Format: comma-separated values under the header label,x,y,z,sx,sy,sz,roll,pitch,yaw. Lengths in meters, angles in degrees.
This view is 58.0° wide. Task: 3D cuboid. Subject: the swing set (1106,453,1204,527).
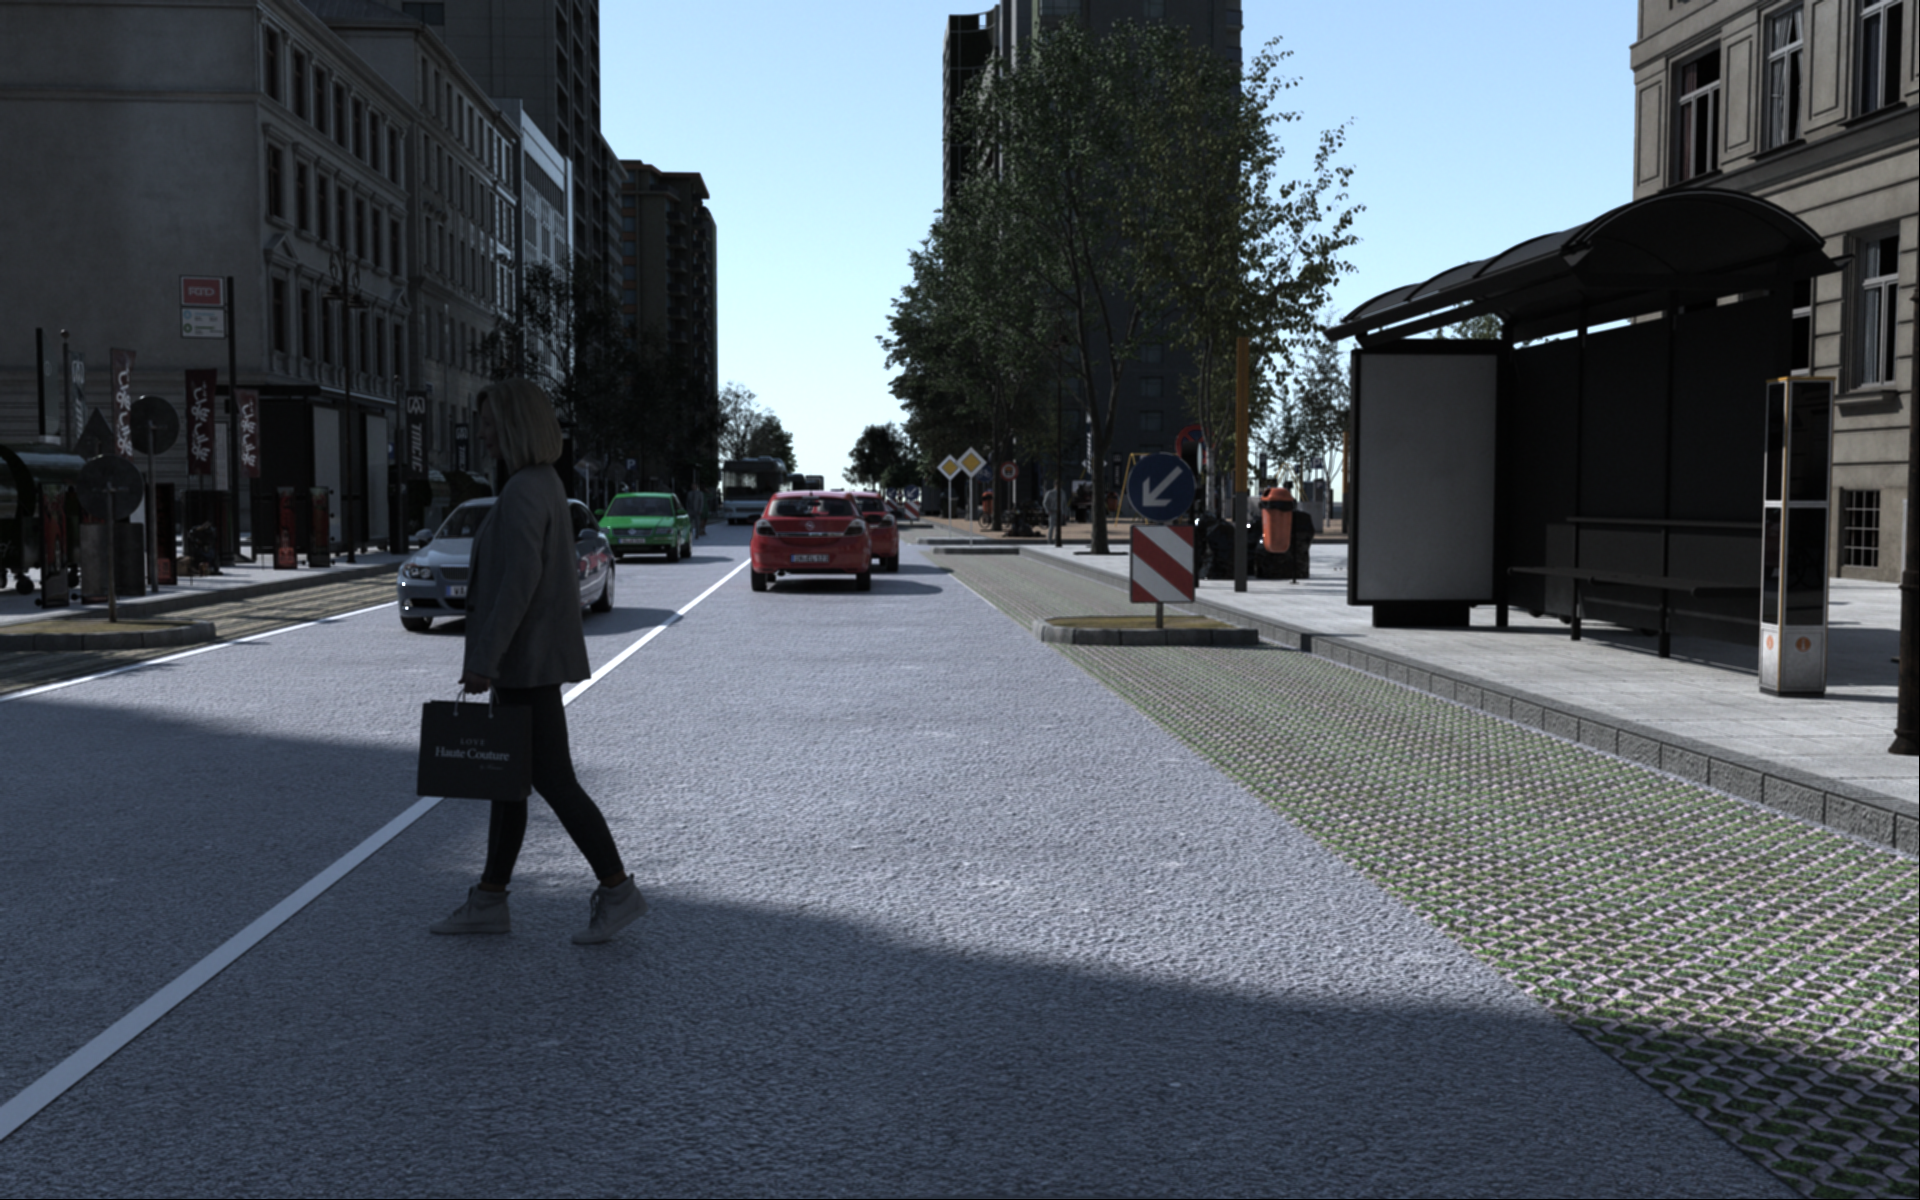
label,x,y,z,sx,sy,sz,roll,pitch,yaw
swing set,7.803,-4.247,67.050,3.119,2.851,2.862,-1,4,-21

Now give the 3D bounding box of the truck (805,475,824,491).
label,x,y,z,sx,sy,sz,roll,pitch,yaw
truck,-22.168,-16.791,263.439,2.839,4.237,11.283,0,4,-2

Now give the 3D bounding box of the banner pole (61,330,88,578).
label,x,y,z,sx,sy,sz,roll,pitch,yaw
banner pole,-13.656,-2.247,26.754,0.401,3.779,0.863,0,4,-3

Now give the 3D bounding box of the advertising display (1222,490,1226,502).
label,x,y,z,sx,sy,sz,roll,pitch,yaw
advertising display,18.452,-7.120,121.626,0.123,1.923,0.974,2,4,25

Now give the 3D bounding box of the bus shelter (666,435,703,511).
label,x,y,z,sx,sy,sz,roll,pitch,yaw
bus shelter,-19.231,-8.707,119.997,2.179,5.291,8.768,0,4,-4

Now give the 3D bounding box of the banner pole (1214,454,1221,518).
label,x,y,z,sx,sy,sz,roll,pitch,yaw
banner pole,13.397,-6.151,90.591,0.863,3.779,0.401,0,4,3

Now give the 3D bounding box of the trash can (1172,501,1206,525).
label,x,y,z,sx,sy,sz,roll,pitch,yaw
trash can,4.649,-1.455,35.440,0.748,1.137,0.748,0,3,0

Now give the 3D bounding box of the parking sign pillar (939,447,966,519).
label,x,y,z,sx,sy,sz,roll,pitch,yaw
parking sign pillar,-0.374,-6.297,91.434,1.447,3.967,1.447,0,4,-1

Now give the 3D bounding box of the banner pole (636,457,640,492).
label,x,y,z,sx,sy,sz,roll,pitch,yaw
banner pole,-21.814,-7.747,116.683,0.863,3.779,0.401,-2,4,-31

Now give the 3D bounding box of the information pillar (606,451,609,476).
label,x,y,z,sx,sy,sz,roll,pitch,yaw
information pillar,-18.778,-6.179,92.385,0.183,3.616,0.504,-2,4,-31

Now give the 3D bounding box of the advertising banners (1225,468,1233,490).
label,x,y,z,sx,sy,sz,roll,pitch,yaw
advertising banners,17.440,-7.394,117.072,2.074,3.025,0.090,2,4,31

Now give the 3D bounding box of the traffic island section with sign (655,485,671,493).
label,x,y,z,sx,sy,sz,roll,pitch,yaw
traffic island section with sign,-12.216,-3.844,71.483,1.989,1.847,2.006,0,4,-4

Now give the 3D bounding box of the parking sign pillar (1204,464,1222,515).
label,x,y,z,sx,sy,sz,roll,pitch,yaw
parking sign pillar,14.582,-6.812,99.840,1.447,3.967,1.447,3,5,41

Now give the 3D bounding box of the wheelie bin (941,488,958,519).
label,x,y,z,sx,sy,sz,roll,pitch,yaw
wheelie bin,-0.575,-5.014,89.893,0.980,1.594,0.693,-2,4,-34

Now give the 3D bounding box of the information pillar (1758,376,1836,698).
label,x,y,z,sx,sy,sz,roll,pitch,yaw
information pillar,5.310,-0.398,11.000,0.304,2.012,0.304,0,4,2

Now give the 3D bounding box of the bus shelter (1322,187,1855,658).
label,x,y,z,sx,sy,sz,roll,pitch,yaw
bus shelter,4.722,-1.241,14.222,2.014,3.302,5.546,0,4,-4

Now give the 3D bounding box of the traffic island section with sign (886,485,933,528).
label,x,y,z,sx,sy,sz,roll,pitch,yaw
traffic island section with sign,-2.169,-3.924,72.786,1.989,1.847,2.006,0,4,-4

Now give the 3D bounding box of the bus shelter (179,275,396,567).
label,x,y,z,sx,sy,sz,roll,pitch,yaw
bus shelter,-13.410,-3.487,34.638,2.179,5.291,8.768,0,4,-4

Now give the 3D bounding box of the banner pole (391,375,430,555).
label,x,y,z,sx,sy,sz,roll,pitch,yaw
banner pole,-11.686,-2.861,36.799,0.863,3.779,0.401,-3,4,-36

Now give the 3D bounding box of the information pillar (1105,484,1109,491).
label,x,y,z,sx,sy,sz,roll,pitch,yaw
information pillar,10.273,-7.121,120.921,0.304,2.012,0.304,-1,4,-20

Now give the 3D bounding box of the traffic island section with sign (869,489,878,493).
label,x,y,z,sx,sy,sz,roll,pitch,yaw
traffic island section with sign,-4.066,-5.569,99.675,1.989,1.847,2.006,0,4,-4

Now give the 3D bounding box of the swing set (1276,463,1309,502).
label,x,y,z,sx,sy,sz,roll,pitch,yaw
swing set,16.619,-5.529,88.016,2.862,2.851,3.119,1,4,15

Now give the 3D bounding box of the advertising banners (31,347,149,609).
label,x,y,z,sx,sy,sz,roll,pitch,yaw
advertising banners,-10.147,-1.468,20.188,0.090,3.025,2.074,0,4,5

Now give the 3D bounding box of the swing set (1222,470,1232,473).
label,x,y,z,sx,sy,sz,roll,pitch,yaw
swing set,16.717,-7.160,114.681,3.119,2.851,2.862,-1,4,-15

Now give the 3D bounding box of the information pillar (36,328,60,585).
label,x,y,z,sx,sy,sz,roll,pitch,yaw
information pillar,-12.963,-2.038,24.673,0.183,3.616,0.504,0,4,-4

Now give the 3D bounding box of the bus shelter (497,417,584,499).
label,x,y,z,sx,sy,sz,roll,pitch,yaw
bus shelter,-13.298,-3.909,55.190,1.731,3.624,6.357,0,4,-4

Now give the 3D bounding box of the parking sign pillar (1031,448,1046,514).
label,x,y,z,sx,sy,sz,roll,pitch,yaw
parking sign pillar,4.602,-6.930,101.781,1.447,3.967,1.447,2,4,24

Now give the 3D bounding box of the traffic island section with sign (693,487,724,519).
label,x,y,z,sx,sy,sz,roll,pitch,yaw
traffic island section with sign,-14.133,-5.503,98.605,1.989,1.847,2.006,0,4,-4

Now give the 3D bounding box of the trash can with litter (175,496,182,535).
label,x,y,z,sx,sy,sz,roll,pitch,yaw
trash can with litter,-25.346,-2.715,55.441,2.233,1.210,1.678,1,4,21

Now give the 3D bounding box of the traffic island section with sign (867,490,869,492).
label,x,y,z,sx,sy,sz,roll,pitch,yaw
traffic island section with sign,-7.518,-8.576,148.839,1.989,1.847,2.006,0,4,-4

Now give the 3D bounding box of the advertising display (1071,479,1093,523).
label,x,y,z,sx,sy,sz,roll,pitch,yaw
advertising display,5.351,-4.320,75.840,0.974,1.923,0.123,0,4,8

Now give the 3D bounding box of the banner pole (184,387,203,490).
label,x,y,z,sx,sy,sz,roll,pitch,yaw
banner pole,-15.710,-2.787,35.580,0.863,3.779,0.401,3,5,41

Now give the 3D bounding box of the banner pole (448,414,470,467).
label,x,y,z,sx,sy,sz,roll,pitch,yaw
banner pole,-15.660,-3.916,54.039,0.863,3.779,0.401,1,4,15

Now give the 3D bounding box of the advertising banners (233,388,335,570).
label,x,y,z,sx,sy,sz,roll,pitch,yaw
advertising banners,-11.498,-2.037,29.499,0.090,3.025,2.074,2,4,26

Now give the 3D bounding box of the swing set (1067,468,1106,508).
label,x,y,z,sx,sy,sz,roll,pitch,yaw
swing set,7.447,-6.341,101.295,2.862,2.851,3.119,0,4,6

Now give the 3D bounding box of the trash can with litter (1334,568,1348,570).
label,x,y,z,sx,sy,sz,roll,pitch,yaw
trash can with litter,7.543,-1.119,29.352,2.233,1.210,1.678,1,4,18

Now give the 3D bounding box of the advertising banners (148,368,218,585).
label,x,y,z,sx,sy,sz,roll,pitch,yaw
advertising banners,-11.304,-1.725,24.394,2.074,3.025,0.090,1,4,16

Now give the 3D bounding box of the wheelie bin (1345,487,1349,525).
label,x,y,z,sx,sy,sz,roll,pitch,yaw
wheelie bin,7.782,-1.537,33.037,0.693,1.594,0.980,-2,4,-26

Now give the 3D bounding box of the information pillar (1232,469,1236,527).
label,x,y,z,sx,sy,sz,roll,pitch,yaw
information pillar,8.208,-2.851,51.107,0.304,2.012,0.304,2,4,29

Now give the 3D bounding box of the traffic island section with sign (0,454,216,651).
label,x,y,z,sx,sy,sz,roll,pitch,yaw
traffic island section with sign,-8.364,-0.491,16.661,1.989,1.847,2.006,0,4,-4

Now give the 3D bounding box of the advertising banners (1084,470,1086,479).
label,x,y,z,sx,sy,sz,roll,pitch,yaw
advertising banners,9.780,-7.766,123.166,2.074,3.025,0.090,2,4,28

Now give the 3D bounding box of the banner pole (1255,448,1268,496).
label,x,y,z,sx,sy,sz,roll,pitch,yaw
banner pole,16.231,-6.340,93.674,0.863,3.779,0.401,-1,4,-15

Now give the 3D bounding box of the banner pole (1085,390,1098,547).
label,x,y,z,sx,sy,sz,roll,pitch,yaw
banner pole,3.181,-3.177,41.962,0.401,3.779,0.863,-1,4,-15

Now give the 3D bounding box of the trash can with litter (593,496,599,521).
label,x,y,z,sx,sy,sz,roll,pitch,yaw
trash can with litter,-14.455,-3.498,68.242,1.678,1.210,2.233,-1,4,-11

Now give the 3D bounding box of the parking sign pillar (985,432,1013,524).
label,x,y,z,sx,sy,sz,roll,pitch,yaw
parking sign pillar,1.729,-5.315,75.364,1.447,3.967,1.447,3,5,43

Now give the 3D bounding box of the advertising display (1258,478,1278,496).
label,x,y,z,sx,sy,sz,roll,pitch,yaw
advertising display,12.664,-4.039,71.253,0.123,1.923,0.974,-3,4,-36

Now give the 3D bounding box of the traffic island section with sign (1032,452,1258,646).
label,x,y,z,sx,sy,sz,roll,pitch,yaw
traffic island section with sign,1.751,-0.523,17.177,1.989,1.847,2.006,0,4,-4

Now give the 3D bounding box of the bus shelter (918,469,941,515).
label,x,y,z,sx,sy,sz,roll,pitch,yaw
bus shelter,-1.398,-6.665,102.891,2.014,3.302,5.546,0,4,-4

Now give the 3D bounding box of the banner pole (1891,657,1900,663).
label,x,y,z,sx,sy,sz,roll,pitch,yaw
banner pole,7.167,-1.398,12.874,0.401,3.779,0.863,3,4,37
